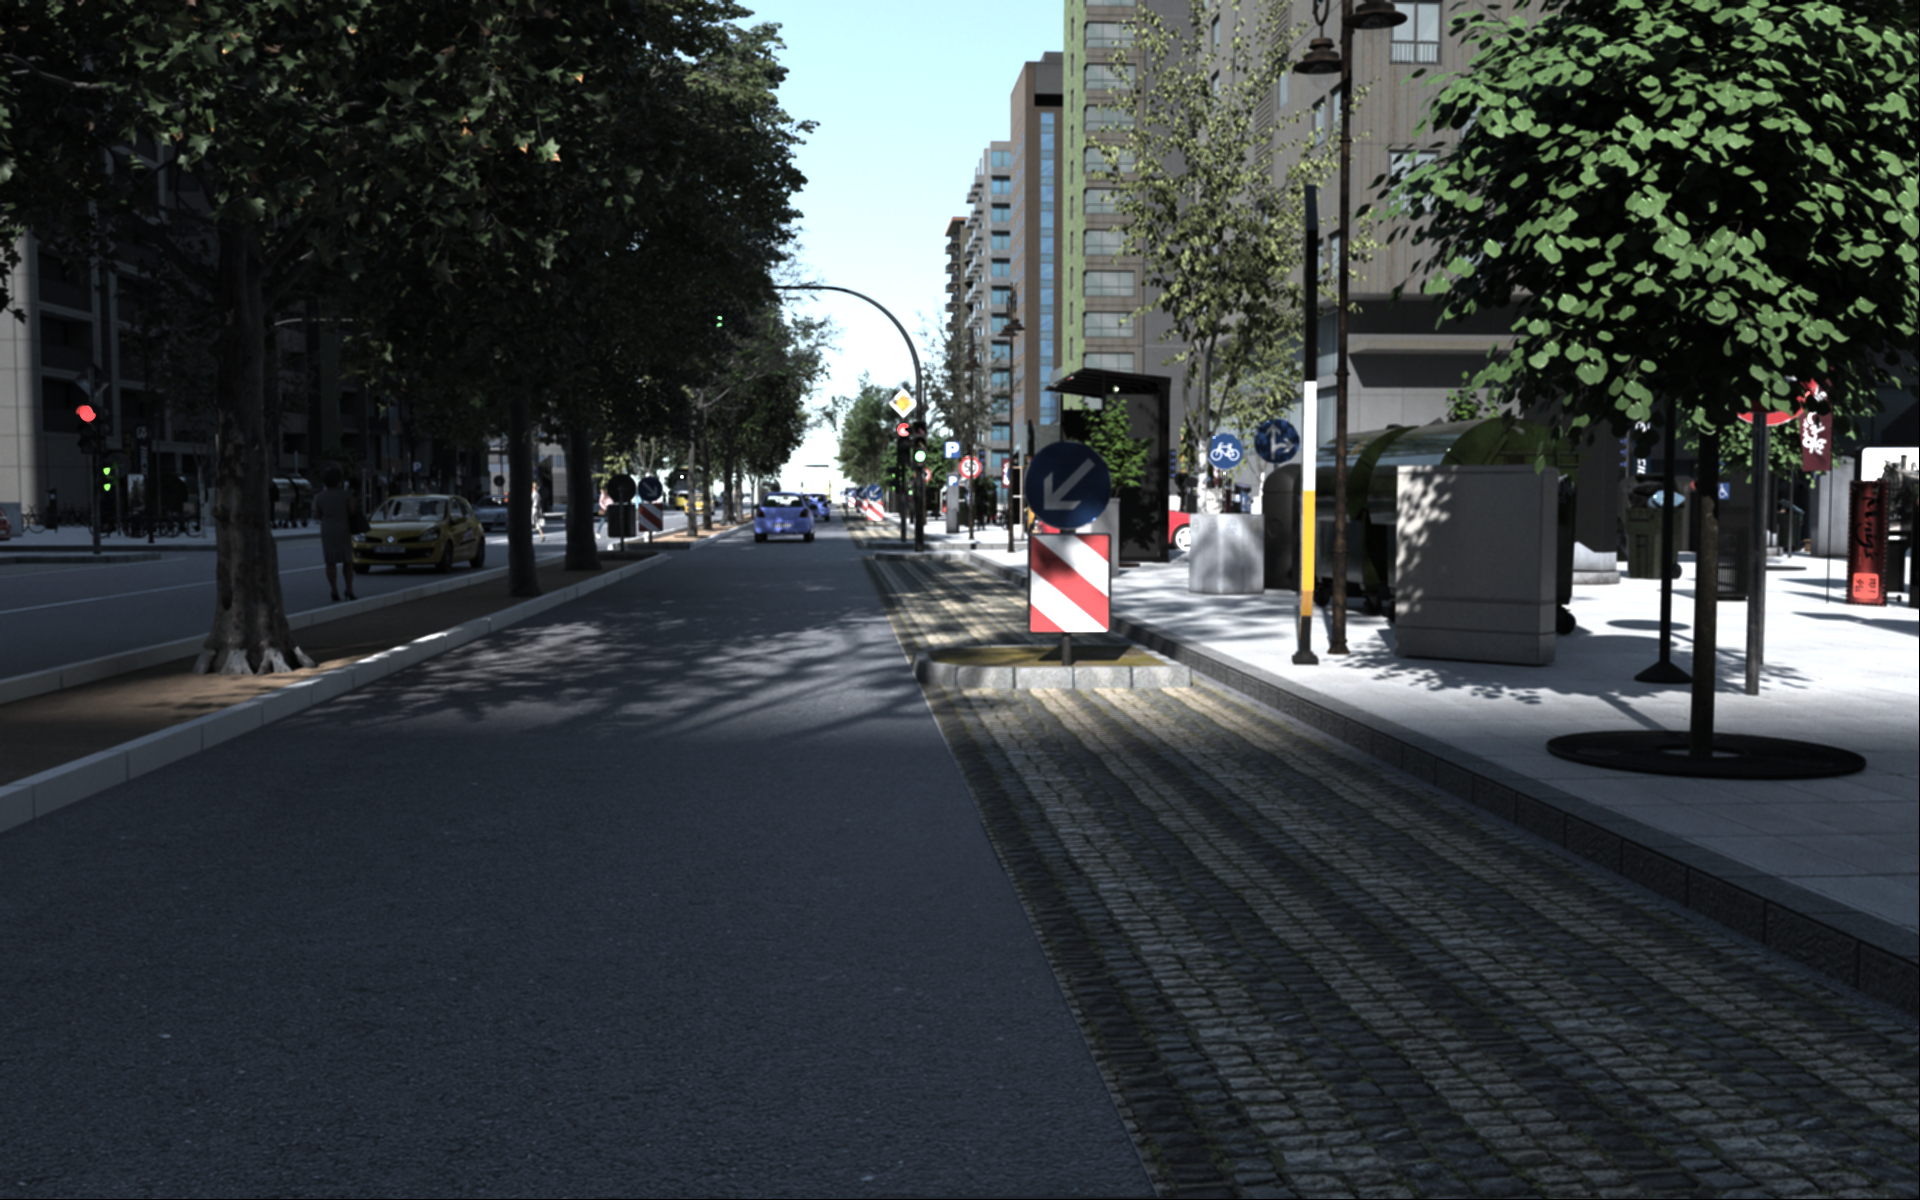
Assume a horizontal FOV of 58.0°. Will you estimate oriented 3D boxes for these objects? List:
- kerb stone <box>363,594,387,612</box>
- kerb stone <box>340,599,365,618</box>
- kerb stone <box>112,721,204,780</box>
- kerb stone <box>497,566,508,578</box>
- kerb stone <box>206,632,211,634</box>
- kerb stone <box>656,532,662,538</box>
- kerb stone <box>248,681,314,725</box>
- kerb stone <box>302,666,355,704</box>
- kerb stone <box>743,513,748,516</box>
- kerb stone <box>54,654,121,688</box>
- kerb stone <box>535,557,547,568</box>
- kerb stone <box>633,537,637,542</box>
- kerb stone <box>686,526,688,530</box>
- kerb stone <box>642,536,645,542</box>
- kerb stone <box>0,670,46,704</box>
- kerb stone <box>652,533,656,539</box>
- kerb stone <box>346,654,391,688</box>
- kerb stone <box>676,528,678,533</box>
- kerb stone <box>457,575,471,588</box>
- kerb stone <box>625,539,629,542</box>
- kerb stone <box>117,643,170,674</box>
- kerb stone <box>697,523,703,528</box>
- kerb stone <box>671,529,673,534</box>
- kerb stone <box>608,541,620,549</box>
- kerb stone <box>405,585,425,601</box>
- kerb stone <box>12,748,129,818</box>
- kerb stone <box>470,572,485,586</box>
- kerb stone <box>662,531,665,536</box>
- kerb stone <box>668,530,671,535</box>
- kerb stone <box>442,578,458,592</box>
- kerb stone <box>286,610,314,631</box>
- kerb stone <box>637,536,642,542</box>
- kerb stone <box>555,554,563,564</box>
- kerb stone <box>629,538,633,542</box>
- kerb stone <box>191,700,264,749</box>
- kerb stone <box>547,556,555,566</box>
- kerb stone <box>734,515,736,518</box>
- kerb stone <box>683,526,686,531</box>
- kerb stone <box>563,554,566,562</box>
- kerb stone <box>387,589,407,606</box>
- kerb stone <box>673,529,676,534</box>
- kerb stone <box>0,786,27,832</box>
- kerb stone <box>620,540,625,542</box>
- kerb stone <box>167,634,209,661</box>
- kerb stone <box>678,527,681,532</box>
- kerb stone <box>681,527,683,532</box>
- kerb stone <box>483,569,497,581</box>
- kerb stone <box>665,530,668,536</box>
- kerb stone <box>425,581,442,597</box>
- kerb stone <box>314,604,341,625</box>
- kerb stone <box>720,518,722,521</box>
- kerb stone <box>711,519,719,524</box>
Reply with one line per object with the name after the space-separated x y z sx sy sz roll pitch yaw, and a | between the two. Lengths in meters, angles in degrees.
-7.281 0.053 21.332 0.120 0.150 1.000 0 4 -4 | kerb stone
-7.204 0.115 20.312 0.120 0.150 1.000 0 4 -4 | kerb stone
-4.261 0.797 9.170 0.120 0.150 1.000 0 4 -4 | kerb stone
-7.898 -0.446 29.504 0.120 0.150 1.000 0 4 -4 | kerb stone
-6.900 0.365 16.222 0.120 0.150 1.000 0 4 -4 | kerb stone
-9.935 -2.102 56.562 0.120 0.150 1.000 0 4 -4 | kerb stone
-4.414 0.671 11.221 0.120 0.150 1.000 0 4 -4 | kerb stone
-4.493 0.609 12.241 0.120 0.150 1.000 0 4 -4 | kerb stone
-14.528 -5.857 117.950 0.120 0.150 1.000 0 4 -4 | kerb stone
-6.662 0.552 13.164 0.120 0.150 1.000 0 4 -4 | kerb stone
-8.193 -0.697 33.587 0.120 0.150 1.000 0 4 -4 | kerb stone
-9.393 -1.658 49.418 0.120 0.150 1.000 0 4 -4 | kerb stone
-10.697 -2.727 66.774 0.120 0.150 1.000 0 4 -4 | kerb stone
-9.537 -1.788 51.459 0.120 0.150 1.000 0 4 -4 | kerb stone
-6.590 0.618 12.138 0.120 0.150 1.000 0 4 -4 | kerb stone
-9.774 -1.974 54.520 0.120 0.150 1.000 0 4 -4 | kerb stone
-4.567 0.551 13.268 0.120 0.150 1.000 0 4 -4 | kerb stone
-10.387 -2.477 62.691 0.120 0.150 1.000 0 4 -4 | kerb stone
-7.668 -0.259 26.443 0.120 0.150 1.000 0 4 -4 | kerb stone
-9.231 -1.539 47.366 0.120 0.150 1.000 0 4 -4 | kerb stone
-6.742 0.490 14.183 0.120 0.150 1.000 0 4 -4 | kerb stone
-11.386 -3.290 76.003 0.120 0.150 1.000 0 4 -4 | kerb stone
-10.231 -2.352 60.653 0.120 0.150 1.000 0 4 -4 | kerb stone
-9.084 -1.415 45.327 0.120 0.150 1.000 0 4 -4 | kerb stone
-7.432 -0.072 23.383 0.120 0.150 1.000 0 4 -4 | kerb stone
-4.186 0.859 8.147 0.120 0.150 1.000 0 4 -4 | kerb stone
-7.736 -0.322 27.465 0.120 0.150 1.000 0 4 -4 | kerb stone
-10.002 -2.162 57.583 0.120 0.150 1.000 0 4 -4 | kerb stone
-10.156 -2.289 59.626 0.120 0.150 1.000 0 4 -4 | kerb stone
-7.582 -0.197 25.422 0.120 0.150 1.000 0 4 -4 | kerb stone
-7.049 0.240 18.269 0.120 0.150 1.000 0 4 -4 | kerb stone
-9.464 -1.725 50.437 0.120 0.150 1.000 0 4 -4 | kerb stone
-8.352 -0.820 35.628 0.120 0.150 1.000 0 4 -4 | kerb stone
-9.319 -1.602 48.387 0.120 0.150 1.000 0 4 -4 | kerb stone
-4.337 0.738 10.197 0.120 0.150 1.000 0 4 -4 | kerb stone
-8.279 -0.759 34.608 0.120 0.150 1.000 0 4 -4 | kerb stone
-13.690 -5.167 106.700 0.120 0.150 1.000 0 4 -4 | kerb stone
-10.619 -2.664 65.755 0.120 0.150 1.000 0 4 -4 | kerb stone
-8.433 -0.883 36.654 0.120 0.150 1.000 0 4 -4 | kerb stone
-7.359 -0.001 22.360 0.120 0.150 1.000 0 4 -4 | kerb stone
-10.312 -2.408 61.673 0.120 0.150 1.000 0 4 -4 | kerb stone
-4.107 0.922 7.128 0.120 0.150 1.000 0 4 -4 | kerb stone
-9.158 -1.477 46.347 0.120 0.150 1.000 0 4 -4 | kerb stone
-6.829 0.432 15.202 0.120 0.150 1.000 0 4 -4 | kerb stone
-10.456 -2.539 63.711 0.120 0.150 1.000 0 4 -4 | kerb stone
-10.541 -2.601 64.729 0.120 0.150 1.000 0 4 -4 | kerb stone
-7.821 -0.385 28.484 0.120 0.150 1.000 0 4 -4 | kerb stone
-10.081 -2.227 58.607 0.120 0.150 1.000 0 4 -4 | kerb stone
-7.510 -0.133 24.403 0.120 0.150 1.000 0 4 -4 | kerb stone
-7.123 0.178 19.289 0.120 0.150 1.000 0 4 -4 | kerb stone
-12.232 -3.979 87.259 0.120 0.150 1.000 0 4 -4 | kerb stone
-12.083 -3.852 85.221 0.120 0.150 1.000 0 4 -4 | kerb stone
